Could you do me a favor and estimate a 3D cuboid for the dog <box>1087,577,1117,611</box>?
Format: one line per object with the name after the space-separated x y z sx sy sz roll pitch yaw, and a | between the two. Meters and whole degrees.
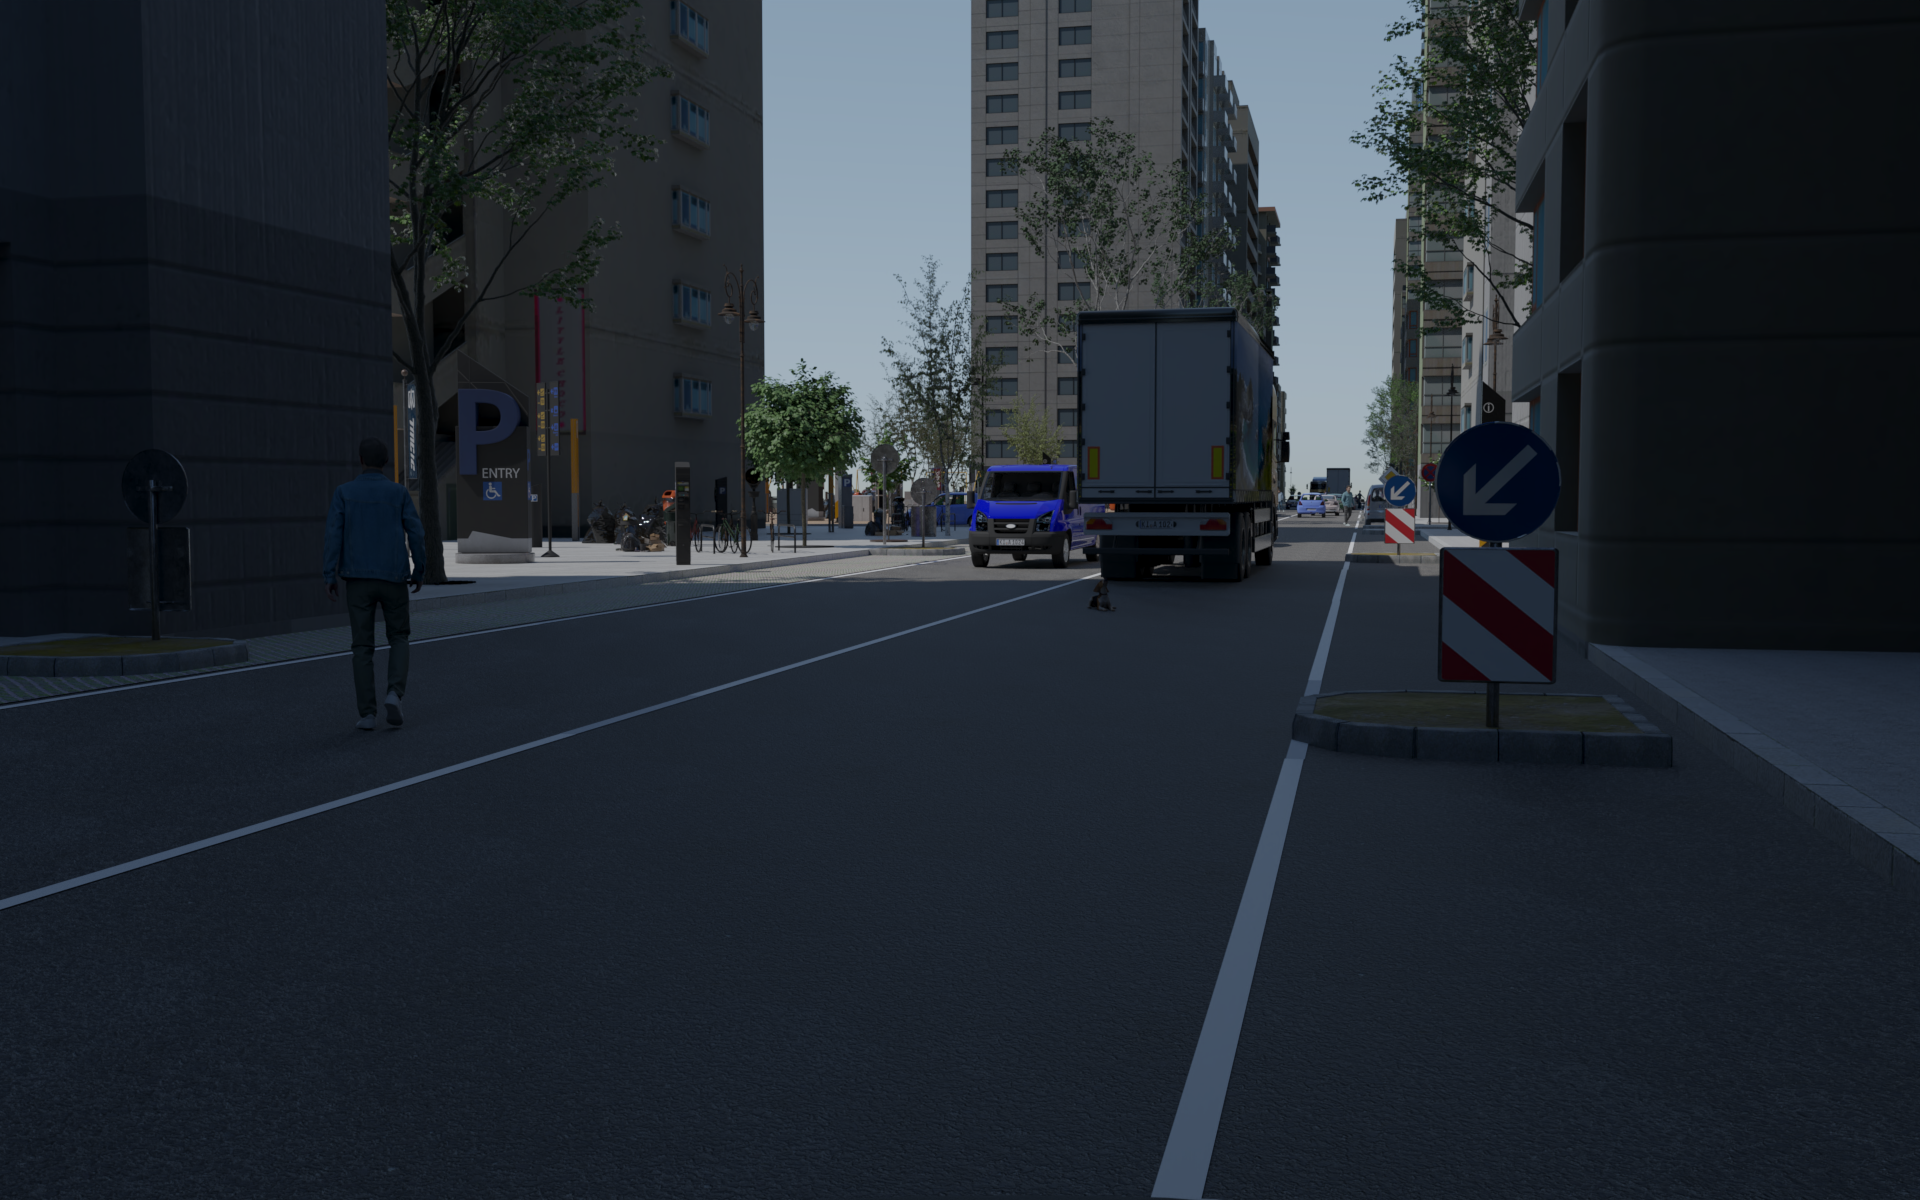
1.822 -0.081 21.516 0.550 0.427 0.748 2 4 33 | dog

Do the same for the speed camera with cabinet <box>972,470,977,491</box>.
1.989 -8.868 139.326 2.038 3.252 0.660 0 4 3 | speed camera with cabinet

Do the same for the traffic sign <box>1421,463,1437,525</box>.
19.422 -4.368 71.516 0.768 2.556 0.104 1 4 19 | traffic sign

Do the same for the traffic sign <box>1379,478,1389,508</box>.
17.324 -4.064 70.091 0.795 2.450 0.064 1 4 13 | traffic sign

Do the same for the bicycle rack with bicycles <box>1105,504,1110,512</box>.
10.654 -7.031 128.341 2.925 0.926 2.852 -3 5 -42 | bicycle rack with bicycles

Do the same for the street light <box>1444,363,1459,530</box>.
17.423 -5.423 61.460 0.468 5.910 1.993 1 4 13 | street light

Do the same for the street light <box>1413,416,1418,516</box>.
26.526 -7.821 100.653 0.468 5.910 1.993 1 4 13 | street light

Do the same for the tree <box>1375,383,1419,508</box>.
28.918 -9.837 111.202 4.360 8.622 3.978 0 3 0 | tree

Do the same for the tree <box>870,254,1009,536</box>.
-0.388 -6.276 52.969 4.360 8.622 3.978 0 3 0 | tree

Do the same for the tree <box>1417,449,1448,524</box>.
20.650 -4.922 75.077 1.663 3.219 1.824 0 3 0 | tree

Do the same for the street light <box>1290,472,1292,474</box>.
55.793 -19.524 292.009 0.468 5.910 1.993 1 4 13 | street light

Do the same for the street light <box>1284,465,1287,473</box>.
50.908 -18.251 271.196 0.468 5.910 1.993 1 4 13 | street light

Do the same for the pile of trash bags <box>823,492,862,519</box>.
-6.479 -5.296 96.334 1.912 1.369 3.447 2 4 30 | pile of trash bags

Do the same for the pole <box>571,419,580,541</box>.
-10.440 -3.250 46.983 0.158 3.312 0.155 0 3 0 | pole

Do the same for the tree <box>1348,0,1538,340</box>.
9.985 -6.269 28.246 9.928 11.665 9.643 0 3 0 | tree

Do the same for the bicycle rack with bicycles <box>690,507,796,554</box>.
-4.765 -1.504 37.973 2.852 0.926 2.925 -1 4 -16 | bicycle rack with bicycles

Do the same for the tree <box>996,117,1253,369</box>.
7.758 -14.021 85.133 12.611 20.169 13.585 0 3 0 | tree

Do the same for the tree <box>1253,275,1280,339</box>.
17.731 -17.115 135.716 12.611 20.169 13.585 0 3 0 | tree

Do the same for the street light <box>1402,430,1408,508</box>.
31.399 -9.111 121.752 0.468 5.910 1.993 1 4 13 | street light

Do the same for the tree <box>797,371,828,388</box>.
-8.745 -9.340 103.063 4.737 8.622 4.395 0 3 0 | tree

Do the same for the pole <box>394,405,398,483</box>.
-13.024 -2.812 39.821 0.158 3.312 0.155 0 3 0 | pole

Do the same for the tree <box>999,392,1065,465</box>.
4.903 -10.679 124.960 4.737 8.622 4.395 0 3 0 | tree

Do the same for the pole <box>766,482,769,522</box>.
-8.776 -5.191 78.717 0.158 3.312 0.155 0 3 0 | pole

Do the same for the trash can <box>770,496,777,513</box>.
-11.900 -6.129 111.862 0.748 1.137 0.748 0 3 0 | trash can

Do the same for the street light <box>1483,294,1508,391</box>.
12.413 -4.127 40.263 0.468 5.910 1.993 1 4 13 | street light

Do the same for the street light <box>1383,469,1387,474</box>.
58.024 -16.036 234.972 0.468 5.910 1.993 1 4 13 | street light

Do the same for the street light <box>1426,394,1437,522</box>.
21.669 -6.541 79.727 0.468 5.910 1.993 1 4 13 | street light

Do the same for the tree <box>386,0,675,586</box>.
-7.657 -6.032 24.379 9.928 11.665 9.643 0 3 0 | tree

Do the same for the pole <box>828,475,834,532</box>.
-4.322 -3.926 58.029 0.158 3.312 0.155 0 3 0 | pole

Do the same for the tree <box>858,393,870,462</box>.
-5.628 -10.574 123.243 4.360 8.622 3.978 0 3 0 | tree

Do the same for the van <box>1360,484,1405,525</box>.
18.241 -4.125 74.452 2.013 2.044 4.112 1 4 12 | van

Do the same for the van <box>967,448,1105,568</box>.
1.635 -1.898 35.416 2.240 2.365 5.245 1 4 15 | van

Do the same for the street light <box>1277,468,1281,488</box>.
46.120 -16.984 250.480 0.468 5.910 1.993 1 4 13 | street light

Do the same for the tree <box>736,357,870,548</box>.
-3.762 -3.548 41.719 4.285 4.588 4.351 0 3 0 | tree

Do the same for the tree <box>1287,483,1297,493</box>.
58.107 -18.826 302.401 1.663 3.219 1.824 0 3 0 | tree

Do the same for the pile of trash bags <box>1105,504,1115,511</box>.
6.722 -4.748 87.388 3.447 1.369 1.912 3 5 44 | pile of trash bags

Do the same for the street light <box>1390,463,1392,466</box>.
43.958 -12.355 174.793 0.468 5.910 1.993 1 4 13 | street light

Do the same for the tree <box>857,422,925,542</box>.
-2.033 -3.170 46.425 1.663 3.219 1.824 0 3 0 | tree

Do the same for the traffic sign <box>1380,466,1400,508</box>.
15.504 -3.589 62.316 0.795 2.450 0.064 1 4 13 | traffic sign

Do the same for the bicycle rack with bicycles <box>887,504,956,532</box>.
-1.422 -2.844 59.878 2.852 0.926 2.925 1 4 16 | bicycle rack with bicycles

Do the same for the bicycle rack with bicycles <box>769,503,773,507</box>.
-12.055 -5.084 96.511 2.925 0.926 2.852 3 5 45 | bicycle rack with bicycles

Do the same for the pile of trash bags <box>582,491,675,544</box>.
-8.202 -2.132 44.618 3.447 1.369 1.912 3 5 44 | pile of trash bags

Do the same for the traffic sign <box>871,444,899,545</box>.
-1.917 -2.683 43.972 0.768 2.556 0.104 1 4 16 | traffic sign

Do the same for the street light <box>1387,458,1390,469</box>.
48.937 -13.668 196.252 0.468 5.910 1.993 1 4 13 | street light
